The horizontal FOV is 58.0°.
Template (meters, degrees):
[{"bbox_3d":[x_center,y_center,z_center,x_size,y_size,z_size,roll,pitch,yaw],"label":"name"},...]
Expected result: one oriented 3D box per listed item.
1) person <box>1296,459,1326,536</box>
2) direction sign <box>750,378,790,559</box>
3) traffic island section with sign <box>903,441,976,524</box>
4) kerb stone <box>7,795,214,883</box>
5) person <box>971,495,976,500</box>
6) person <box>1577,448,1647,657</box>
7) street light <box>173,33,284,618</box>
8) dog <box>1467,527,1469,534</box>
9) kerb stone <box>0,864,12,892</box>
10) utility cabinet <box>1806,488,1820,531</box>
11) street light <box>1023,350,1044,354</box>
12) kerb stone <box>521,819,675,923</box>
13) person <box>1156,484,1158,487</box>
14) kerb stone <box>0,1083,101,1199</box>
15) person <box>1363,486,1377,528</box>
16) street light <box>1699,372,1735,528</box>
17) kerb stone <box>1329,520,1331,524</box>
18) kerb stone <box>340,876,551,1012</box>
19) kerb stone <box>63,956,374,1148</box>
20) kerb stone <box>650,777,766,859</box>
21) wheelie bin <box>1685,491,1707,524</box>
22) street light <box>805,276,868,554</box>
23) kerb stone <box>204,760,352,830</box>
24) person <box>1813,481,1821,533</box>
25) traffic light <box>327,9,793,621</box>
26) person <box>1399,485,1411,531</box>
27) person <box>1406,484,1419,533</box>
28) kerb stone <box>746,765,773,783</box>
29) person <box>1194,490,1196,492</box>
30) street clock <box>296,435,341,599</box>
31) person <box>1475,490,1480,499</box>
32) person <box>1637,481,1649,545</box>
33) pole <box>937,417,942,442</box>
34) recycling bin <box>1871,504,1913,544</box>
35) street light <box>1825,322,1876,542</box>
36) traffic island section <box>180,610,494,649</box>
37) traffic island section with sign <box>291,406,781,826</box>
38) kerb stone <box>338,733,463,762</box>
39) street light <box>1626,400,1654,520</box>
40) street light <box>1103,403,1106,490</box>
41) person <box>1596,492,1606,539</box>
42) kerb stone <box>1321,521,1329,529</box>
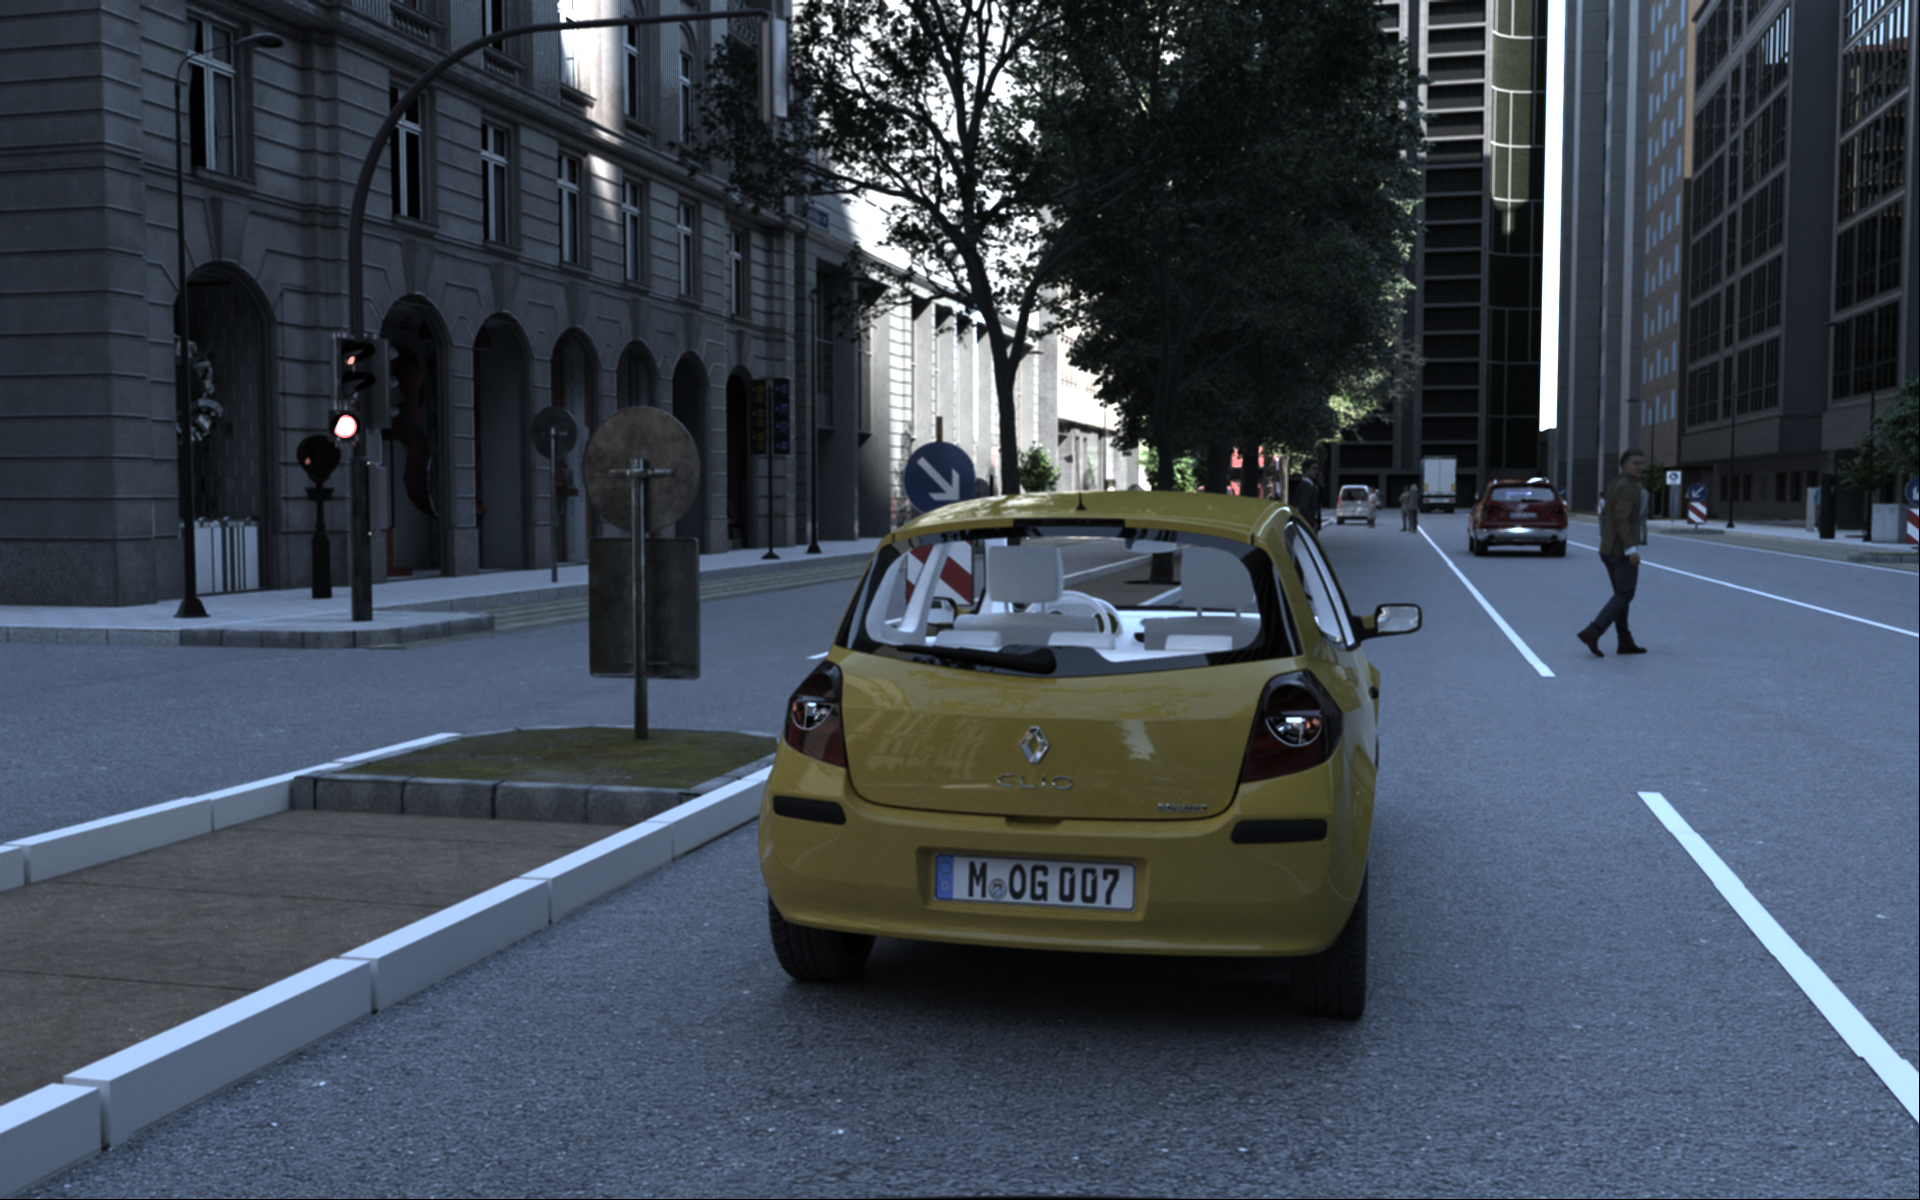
[{"bbox_3d":[4.777,-0.955,23.477,0.474,1.900,0.648,0,4,-1],"label":"person"},{"bbox_3d":[-3.745,-2.580,34.181,0.876,3.537,0.379,2,4,25],"label":"direction sign"},{"bbox_3d":[-0.025,-0.462,15.686,2.006,1.907,1.989,1,4,14],"label":"traffic island section with sign"},{"bbox_3d":[-3.333,0.940,6.827,0.120,0.150,1.000,1,4,14],"label":"kerb stone"},{"bbox_3d":[-0.133,-0.878,23.106,0.529,1.795,0.600,-2,4,-31],"label":"person"},{"bbox_3d":[5.851,-0.425,15.353,0.836,1.842,0.656,-2,4,-24],"label":"person"},{"bbox_3d":[-7.498,-2.766,17.766,1.470,5.913,1.316,1,4,14],"label":"street light"},{"bbox_3d":[18.707,-2.819,62.928,0.513,0.831,0.800,1,4,21],"label":"dog"},{"bbox_3d":[-3.583,1.001,5.829,0.120,0.150,1.000,1,4,14],"label":"kerb stone"},{"bbox_3d":[29.218,-3.079,59.026,0.318,1.500,1.173,3,5,44],"label":"utility cabinet"},{"bbox_3d":[2.026,-5.119,56.239,1.470,5.913,1.316,1,4,14],"label":"street light"},{"bbox_3d":[-1.301,0.973,6.282,0.120,0.150,1.000,1,4,14],"label":"kerb stone"},{"bbox_3d":[10.721,-5.333,93.237,0.705,1.824,1.348,2,4,24],"label":"person"},{"bbox_3d":[-2.047,1.163,3.295,0.120,0.150,1.000,1,4,14],"label":"kerb stone"},{"bbox_3d":[17.389,-3.935,73.412,0.524,1.755,0.480,-2,4,-30],"label":"person"},{"bbox_3d":[28.751,-5.702,65.766,1.470,5.913,1.316,1,4,14],"label":"street light"},{"bbox_3d":[16.610,-3.442,78.473,0.120,0.150,1.000,1,4,14],"label":"kerb stone"},{"bbox_3d":[-1.547,1.035,5.286,0.120,0.150,1.000,1,4,14],"label":"kerb stone"},{"bbox_3d":[-1.797,1.095,4.288,0.120,0.150,1.000,1,4,14],"label":"kerb stone"},{"bbox_3d":[-1.058,0.913,7.274,0.120,0.150,1.000,1,4,14],"label":"kerb stone"},{"bbox_3d":[31.420,-4.043,74.014,0.980,1.594,0.693,-3,5,-42],"label":"wheelie bin"},{"bbox_3d":[-2.631,-3.950,37.120,1.470,5.913,1.316,1,4,14],"label":"street light"},{"bbox_3d":[-3.094,0.888,7.822,0.120,0.150,1.000,1,4,14],"label":"kerb stone"},{"bbox_3d":[28.306,-3.091,56.919,0.601,1.785,0.444,0,4,3],"label":"person"},{"bbox_3d":[-3.983,-2.584,16.920,4.771,5.953,1.251,1,4,14],"label":"traffic light"},{"bbox_3d":[17.297,-3.585,67.298,0.511,1.800,0.466,3,5,44],"label":"person"},{"bbox_3d":[16.585,-3.361,63.640,0.537,1.800,0.526,-1,4,-14],"label":"person"},{"bbox_3d":[-0.810,0.852,8.266,0.120,0.150,1.000,1,4,14],"label":"kerb stone"},{"bbox_3d":[14.829,-6.324,110.155,1.217,1.736,0.721,1,4,18],"label":"person"},{"bbox_3d":[-7.858,-1.021,21.270,0.471,2.002,0.358,-3,4,-36],"label":"street clock"},{"bbox_3d":[36.767,-6.952,122.840,0.621,1.740,0.551,0,4,-6],"label":"person"},{"bbox_3d":[19.224,-2.461,48.836,0.391,1.810,0.635,0,4,-2],"label":"person"},{"bbox_3d":[-0.538,-3.170,45.670,0.158,3.312,0.155,0,3,0],"label":"pole"},{"bbox_3d":[24.323,-1.996,45.184,0.722,1.027,0.722,-2,4,-32],"label":"recycling bin"},{"bbox_3d":[23.975,-4.534,46.668,1.470,5.913,1.316,1,4,14],"label":"street light"},{"bbox_3d":[-6.071,0.290,17.533,2.009,0.180,2.903,1,4,14],"label":"traffic island section"},{"bbox_3d":[-1.819,-0.022,8.498,2.006,1.907,1.989,1,4,14],"label":"traffic island section with sign"},{"bbox_3d":[-2.845,0.821,8.818,0.120,0.150,1.000,1,4,14],"label":"kerb stone"},{"bbox_3d":[33.414,-6.883,85.073,1.470,5.913,1.316,1,4,14],"label":"street light"},{"bbox_3d":[6.828,-6.286,75.322,1.470,5.913,1.316,1,4,14],"label":"street light"},{"bbox_3d":[20.324,-2.674,54.815,0.523,1.515,0.503,0,4,-7],"label":"person"},{"bbox_3d":[16.113,-3.320,76.477,0.120,0.150,1.000,1,4,14],"label":"kerb stone"}]
